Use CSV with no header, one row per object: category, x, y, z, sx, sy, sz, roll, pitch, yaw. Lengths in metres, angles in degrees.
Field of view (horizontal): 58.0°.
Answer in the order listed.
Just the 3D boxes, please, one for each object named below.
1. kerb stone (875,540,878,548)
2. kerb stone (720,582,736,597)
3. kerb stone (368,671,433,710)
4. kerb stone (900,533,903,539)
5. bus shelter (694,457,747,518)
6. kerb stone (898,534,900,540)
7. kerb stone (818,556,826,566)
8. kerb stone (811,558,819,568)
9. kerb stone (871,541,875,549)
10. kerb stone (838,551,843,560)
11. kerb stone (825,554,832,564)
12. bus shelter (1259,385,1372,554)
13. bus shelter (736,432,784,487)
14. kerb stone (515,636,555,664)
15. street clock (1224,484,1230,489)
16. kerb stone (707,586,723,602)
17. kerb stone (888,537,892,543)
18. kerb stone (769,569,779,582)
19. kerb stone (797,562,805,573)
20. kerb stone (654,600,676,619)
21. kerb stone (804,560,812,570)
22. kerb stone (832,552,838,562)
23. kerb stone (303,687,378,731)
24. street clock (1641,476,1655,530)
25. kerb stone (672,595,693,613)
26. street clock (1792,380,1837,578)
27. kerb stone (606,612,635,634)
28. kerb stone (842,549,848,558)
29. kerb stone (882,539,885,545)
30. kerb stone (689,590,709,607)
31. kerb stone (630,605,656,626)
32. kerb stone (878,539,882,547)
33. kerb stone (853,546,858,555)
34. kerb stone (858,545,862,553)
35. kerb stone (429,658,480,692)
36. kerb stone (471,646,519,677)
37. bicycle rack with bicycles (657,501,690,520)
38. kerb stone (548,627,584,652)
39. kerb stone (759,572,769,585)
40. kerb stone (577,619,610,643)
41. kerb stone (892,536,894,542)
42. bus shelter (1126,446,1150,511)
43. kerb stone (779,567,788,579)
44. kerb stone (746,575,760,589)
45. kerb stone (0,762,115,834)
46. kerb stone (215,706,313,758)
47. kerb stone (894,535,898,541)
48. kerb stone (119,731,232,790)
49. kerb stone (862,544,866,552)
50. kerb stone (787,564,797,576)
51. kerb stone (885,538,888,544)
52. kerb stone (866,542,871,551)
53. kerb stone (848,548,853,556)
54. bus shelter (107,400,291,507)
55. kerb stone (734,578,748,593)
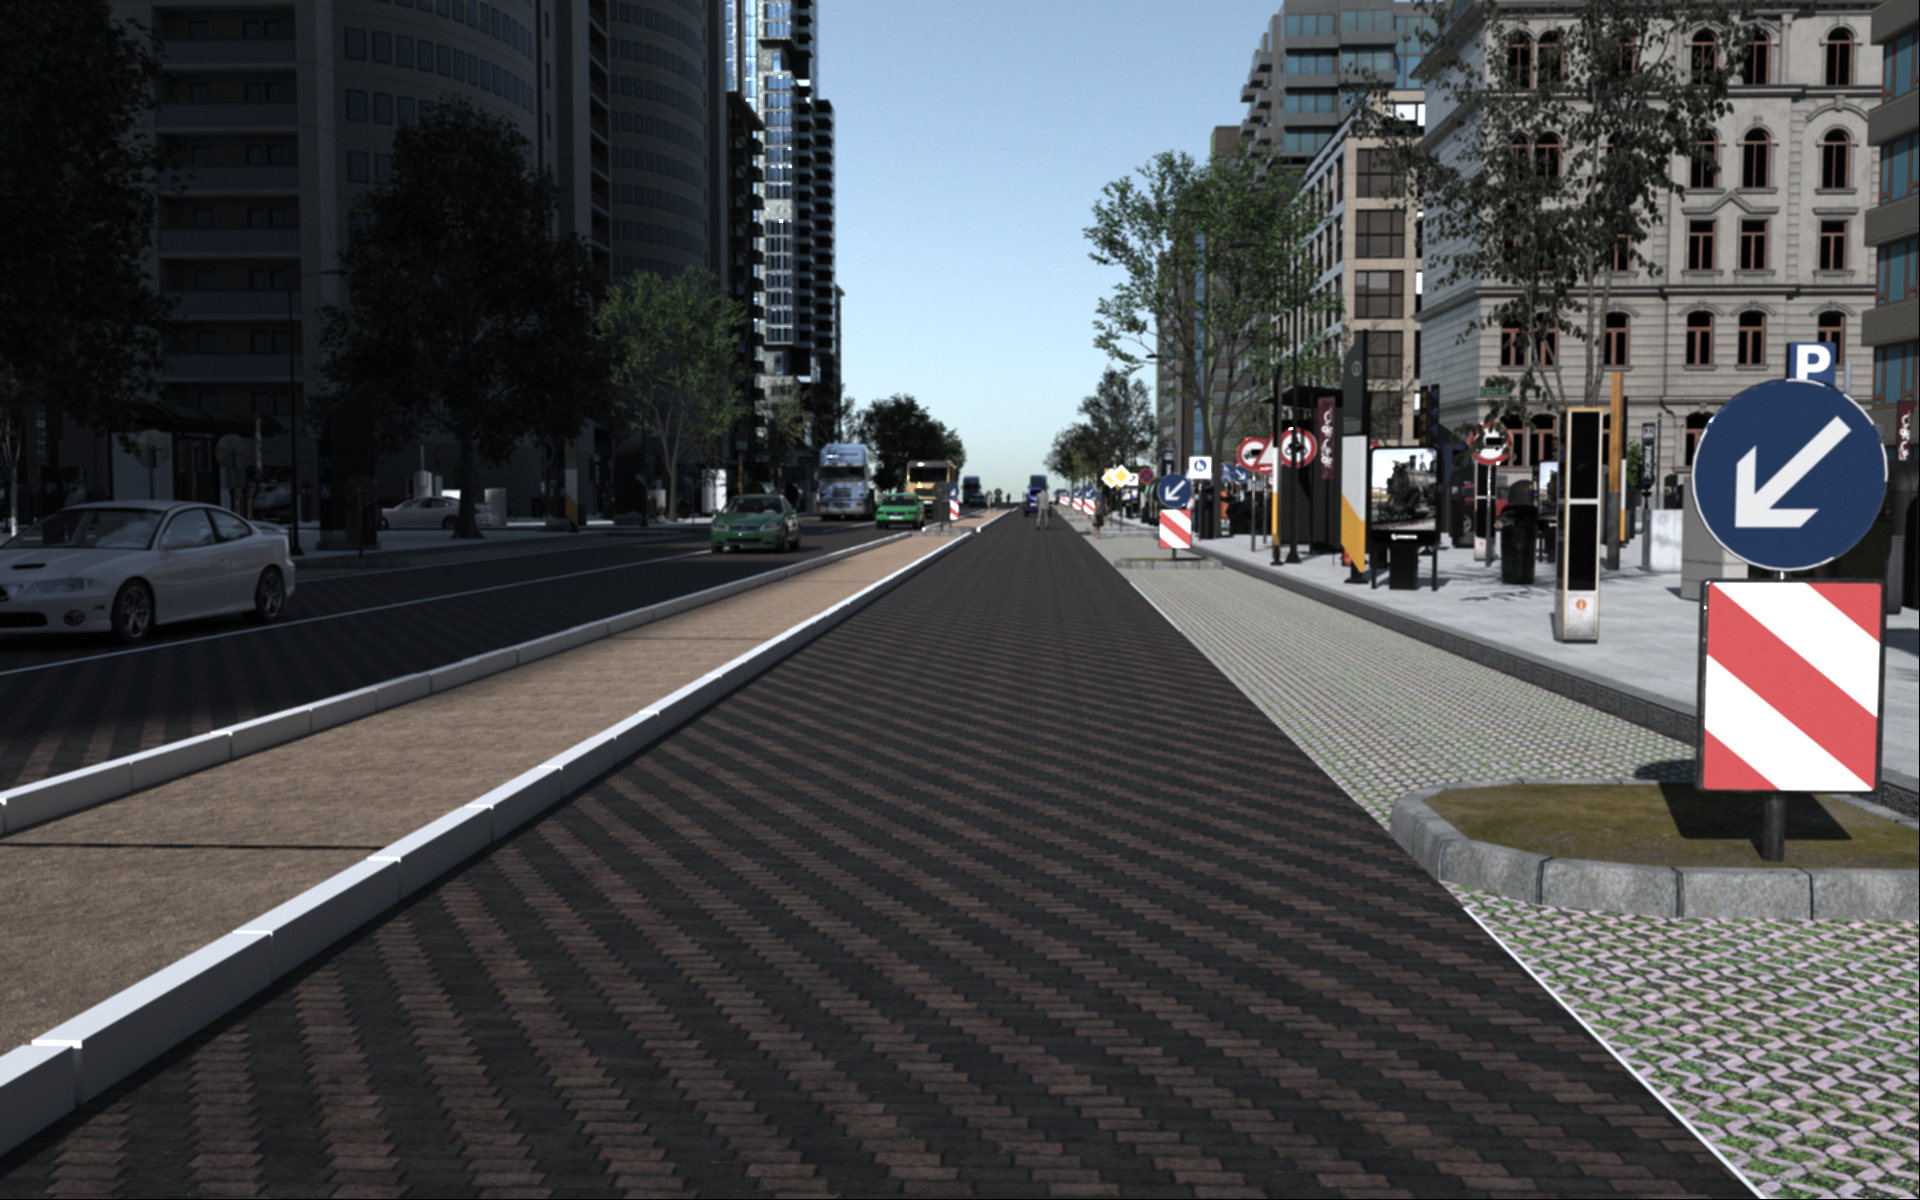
kerb stone,-2.324,-1.434,45.635,0.120,0.150,1.000,0,4,3
kerb stone,-3.307,-0.119,24.146,0.120,0.150,1.000,0,4,3
kerb stone,-3.870,0.631,11.883,0.120,0.150,1.000,0,4,3
kerb stone,-1.947,-1.936,53.842,0.120,0.150,1.000,0,4,3
bus shelter,-13.307,-6.279,96.592,2.014,3.302,5.546,0,4,3
kerb stone,-1.995,-1.863,52.819,0.120,0.150,1.000,0,4,3
kerb stone,-2.838,-0.746,34.390,0.120,0.150,1.000,0,4,3
kerb stone,-2.889,-0.683,33.369,0.120,0.150,1.000,0,4,3
kerb stone,-2.366,-1.368,44.614,0.120,0.150,1.000,0,4,3
kerb stone,-2.701,-0.933,37.458,0.120,0.150,1.000,0,4,3
kerb stone,-2.795,-0.807,35.412,0.120,0.150,1.000,0,4,3
bus shelter,8.183,-2.994,40.242,1.731,3.624,6.357,0,4,3
bus shelter,-13.299,-8.393,114.851,2.179,5.291,8.768,0,4,3
kerb stone,-3.719,0.449,14.948,0.120,0.150,1.000,0,4,3
street clock,18.335,-6.984,118.761,0.471,2.002,0.358,2,4,32
kerb stone,-3.346,-0.057,23.122,0.120,0.150,1.000,0,4,3
kerb stone,-2.140,-1.681,49.748,0.120,0.150,1.000,0,4,3
kerb stone,-3.121,-0.370,28.250,0.120,0.150,1.000,0,4,3
kerb stone,-2.981,-0.558,31.325,0.120,0.150,1.000,0,4,3
kerb stone,-3.488,0.131,20.059,0.120,0.150,1.000,0,4,3
kerb stone,-2.931,-0.620,32.348,0.120,0.150,1.000,0,4,3
kerb stone,-2.744,-0.871,36.436,0.120,0.150,1.000,0,4,3
kerb stone,-3.914,0.694,10.859,0.120,0.150,1.000,0,4,3
street clock,22.674,-3.220,57.210,0.471,2.002,0.358,0,4,-7
kerb stone,-3.443,0.068,21.080,0.120,0.150,1.000,0,4,3
street clock,5.440,-0.405,11.188,0.471,2.002,0.358,0,4,6
kerb stone,-3.584,0.256,18.013,0.120,0.150,1.000,0,4,3
kerb stone,-2.650,-0.996,38.479,0.120,0.150,1.000,0,4,3
kerb stone,-2.234,-1.559,47.692,0.120,0.150,1.000,0,4,3
kerb stone,-3.396,0.006,22.101,0.120,0.150,1.000,0,4,3
kerb stone,-3.542,0.193,19.036,0.120,0.150,1.000,0,4,3
kerb stone,-2.281,-1.497,46.667,0.120,0.150,1.000,0,4,3
kerb stone,-2.560,-1.118,40.527,0.120,0.150,1.000,0,4,3
kerb stone,-2.521,-1.184,41.549,0.120,0.150,1.000,0,4,3
kerb stone,-3.815,0.577,12.906,0.120,0.150,1.000,0,4,3
kerb stone,-3.774,0.508,13.927,0.120,0.150,1.000,0,4,3
bicycle rack with bicycles,-14.731,-4.435,85.902,2.925,0.926,2.852,-3,4,-38
kerb stone,-3.681,0.386,15.970,0.120,0.150,1.000,0,4,3
kerb stone,-3.173,-0.305,27.220,0.120,0.150,1.000,0,4,3
kerb stone,-3.641,0.318,16.991,0.120,0.150,1.000,0,4,3
kerb stone,-2.098,-1.748,50.769,0.120,0.150,1.000,0,4,3
bus shelter,13.243,-9.475,132.556,2.179,5.291,8.768,0,4,3
kerb stone,-3.079,-0.430,29.271,0.120,0.150,1.000,0,4,3
kerb stone,-3.210,-0.244,26.198,0.120,0.150,1.000,0,4,3
kerb stone,-4.052,0.881,7.793,0.120,0.150,1.000,0,4,3
kerb stone,-3.960,0.756,9.838,0.120,0.150,1.000,0,4,3
kerb stone,-2.043,-1.810,51.790,0.120,0.150,1.000,0,4,3
kerb stone,-4.012,0.822,8.815,0.120,0.150,1.000,0,4,3
kerb stone,-2.471,-1.246,42.572,0.120,0.150,1.000,0,4,3
kerb stone,-3.020,-0.496,30.304,0.120,0.150,1.000,0,4,3
kerb stone,-2.188,-1.622,48.713,0.120,0.150,1.000,0,4,3
kerb stone,-2.419,-1.309,43.593,0.120,0.150,1.000,0,4,3
kerb stone,-2.610,-1.058,39.500,0.120,0.150,1.000,0,4,3
bus shelter,-17.683,-2.829,40.185,2.014,3.302,5.546,0,4,3
kerb stone,-3.262,-0.182,25.170,0.120,0.150,1.000,0,4,3
